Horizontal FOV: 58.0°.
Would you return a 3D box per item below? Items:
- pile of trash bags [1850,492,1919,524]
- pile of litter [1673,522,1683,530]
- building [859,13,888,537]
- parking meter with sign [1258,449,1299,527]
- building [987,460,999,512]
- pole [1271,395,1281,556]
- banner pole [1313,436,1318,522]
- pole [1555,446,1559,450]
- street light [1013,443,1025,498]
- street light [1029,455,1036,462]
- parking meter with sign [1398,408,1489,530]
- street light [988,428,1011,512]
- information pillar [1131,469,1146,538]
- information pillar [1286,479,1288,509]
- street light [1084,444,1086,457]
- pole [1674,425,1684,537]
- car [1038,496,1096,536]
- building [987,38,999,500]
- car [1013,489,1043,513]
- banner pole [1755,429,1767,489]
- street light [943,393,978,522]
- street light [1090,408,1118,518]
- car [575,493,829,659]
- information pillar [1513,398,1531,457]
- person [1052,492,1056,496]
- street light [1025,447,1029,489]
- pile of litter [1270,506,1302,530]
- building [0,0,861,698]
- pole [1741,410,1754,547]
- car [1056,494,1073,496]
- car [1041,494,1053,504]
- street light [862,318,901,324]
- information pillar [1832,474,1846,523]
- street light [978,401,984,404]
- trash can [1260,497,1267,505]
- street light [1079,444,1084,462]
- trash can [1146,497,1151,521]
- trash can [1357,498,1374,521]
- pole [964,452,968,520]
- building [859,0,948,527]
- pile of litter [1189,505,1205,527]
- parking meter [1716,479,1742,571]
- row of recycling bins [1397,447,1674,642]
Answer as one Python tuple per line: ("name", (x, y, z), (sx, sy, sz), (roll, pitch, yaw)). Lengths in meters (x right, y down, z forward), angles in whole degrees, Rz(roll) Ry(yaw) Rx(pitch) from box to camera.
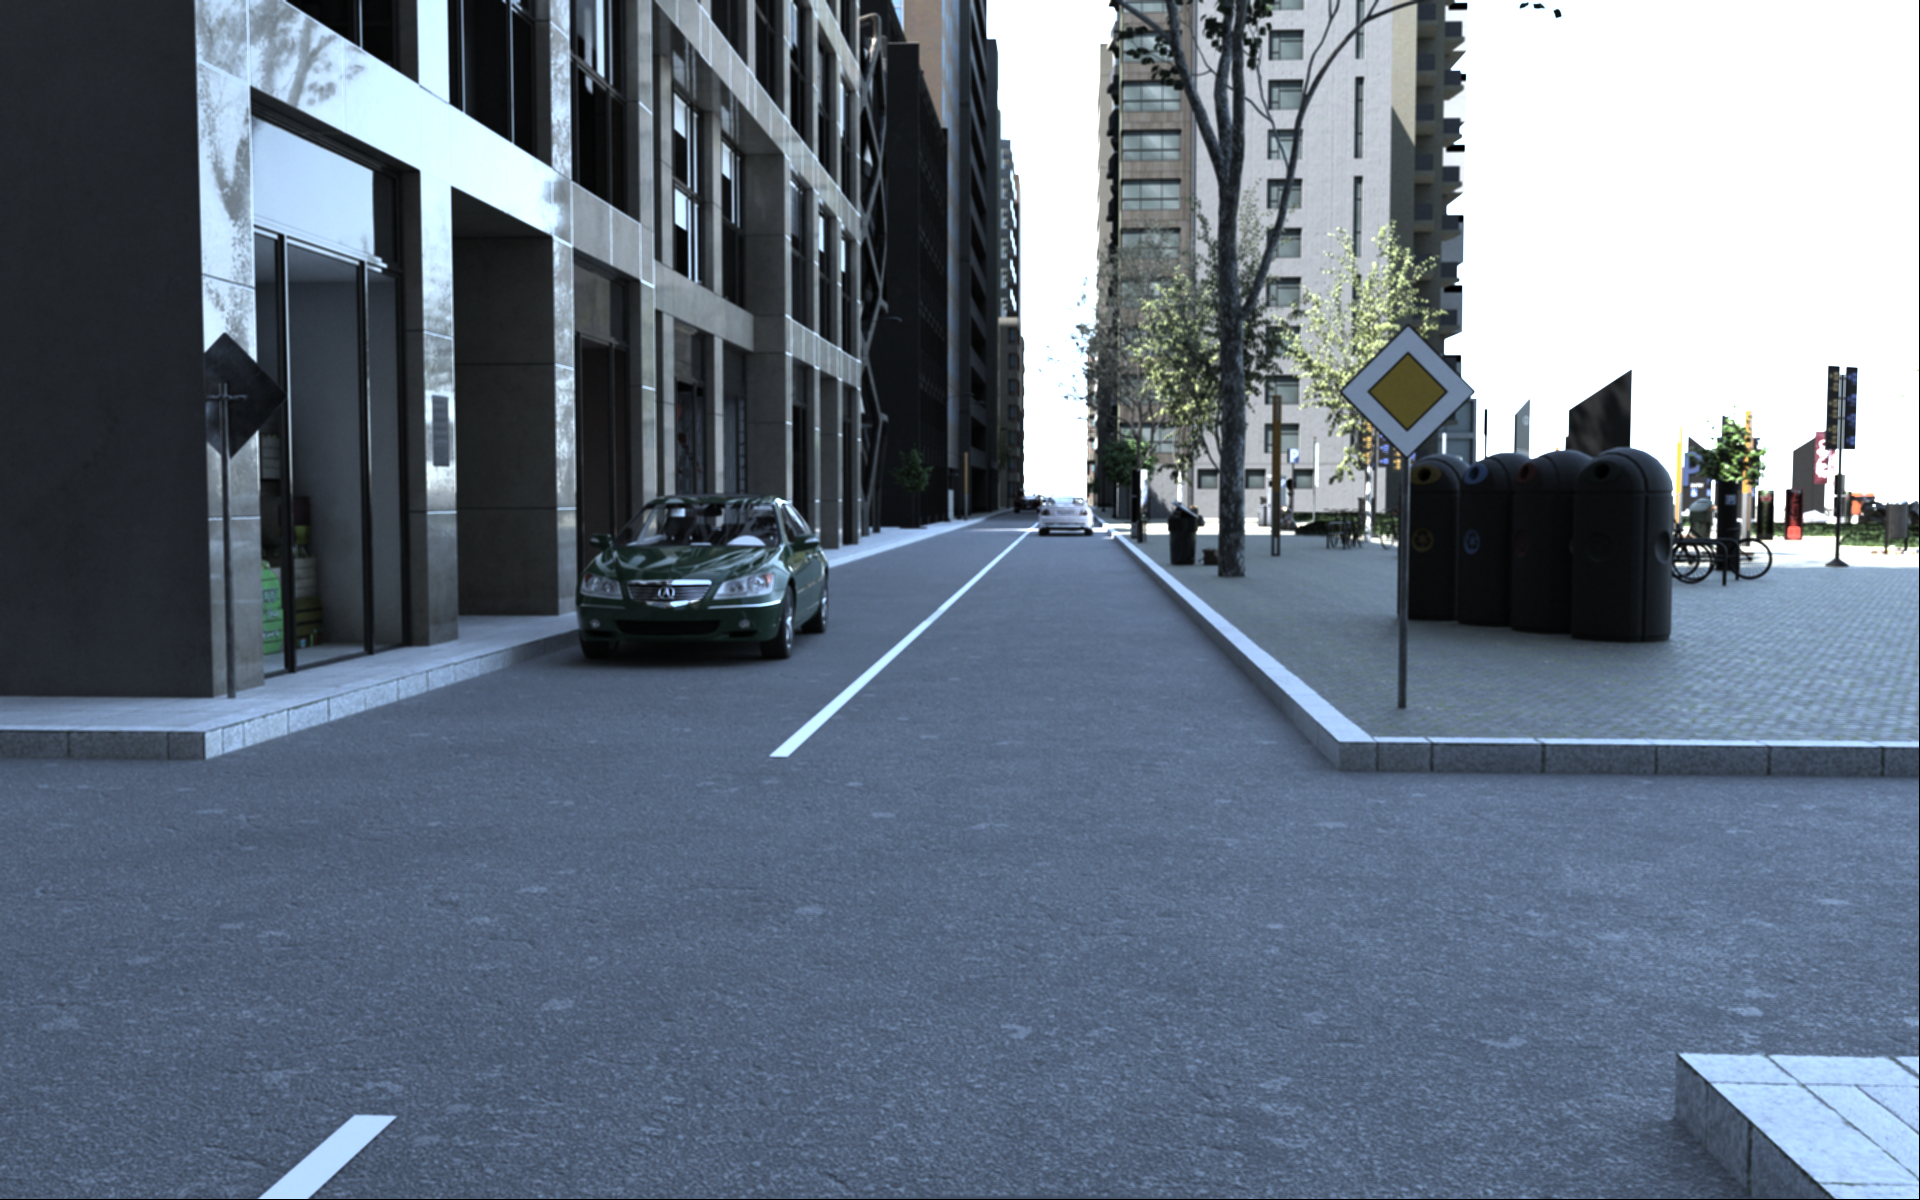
("pile of trash bags", (39.476, -3.949, 74.320), (1.912, 1.369, 3.447), (1, 4, 10))
("pile of litter", (24.345, -2.822, 60.107), (1.719, 0.858, 1.176), (0, 4, 4))
("building", (-10.802, -11.379, 53.499), (16.820, 18.784, 16.811), (0, 4, 4))
("parking meter with sign", (12.291, -4.337, 67.178), (0.543, 3.016, 1.738), (-3, 4, -36))
("building", (-7.408, -42.471, 132.656), (20.563, 71.187, 20.611), (0, 4, 4))
("pole", (6.557, -2.573, 35.906), (0.158, 3.312, 0.155), (0, 3, 0))
("banner pole", (15.329, -5.176, 74.644), (0.401, 3.779, 0.863), (2, 4, 26))
("pole", (25.478, -4.902, 73.988), (0.158, 3.312, 0.155), (0, 3, 0))
("street light", (4.899, -11.270, 156.802), (1.470, 5.913, 1.316), (0, 4, 4))
("street light", (7.974, -14.198, 204.672), (1.470, 5.913, 1.316), (0, 4, 4))
("parking meter with sign", (9.878, -2.396, 35.431), (1.738, 3.016, 0.543), (1, 4, 18))
("street light", (2.652, -9.155, 122.230), (1.470, 5.913, 1.316), (0, 4, 4))
("information pillar", (5.163, -2.794, 50.171), (0.304, 2.012, 0.304), (-2, 4, -35))
("information pillar", (15.526, -4.806, 83.066), (0.304, 2.012, 0.304), (2, 4, 29))
("street light", (9.995, -9.446, 126.982), (1.470, 5.913, 1.316), (0, 4, 4))
("pole", (21.258, -3.509, 51.207), (0.158, 3.312, 0.155), (0, 3, 0))
("car", (3.755, -2.974, 60.985), (2.083, 1.381, 4.827), (0, 4, 5))
("building", (-3.905, -28.607, 151.320), (14.154, 41.232, 14.086), (0, 4, 4))
("car", (5.220, -7.563, 132.320), (2.281, 1.827, 5.304), (0, 4, 4))
("banner pole", (30.731, -4.688, 66.664), (0.401, 3.779, 0.863), (-2, 4, -24))
("street light", (-0.059, -6.571, 79.982), (1.470, 5.913, 1.316), (0, 4, 4))
("street light", (7.753, -7.352, 92.744), (1.470, 5.913, 1.316), (0, 4, 4))
("car", (-2.337, -0.294, 16.599), (2.131, 1.459, 4.920), (0, 4, 2))
("information pillar", (13.663, -3.105, 42.120), (0.504, 3.616, 0.183), (-2, 4, -26))
("person", (13.030, -14.346, 243.067), (1.348, 1.822, 0.705), (-2, 4, -30))
("street light", (5.784, -12.077, 170.006), (1.470, 5.913, 1.316), (0, 4, 4))
("pile of litter", (11.756, -2.917, 61.659), (1.176, 0.858, 1.719), (-1, 4, -12))
("building", (-13.211, -13.647, 27.649), (19.350, 26.468, 34.151), (0, 4, 4))
("pole", (19.127, -2.949, 42.059), (0.158, 3.312, 0.155), (0, 3, 0))
("car", (7.066, -6.564, 117.109), (2.009, 1.686, 4.222), (0, 4, 4))
("car", (12.137, -13.924, 239.662), (2.014, 1.417, 4.499), (0, 4, 3))
("street light", (-2.249, -4.477, 45.741), (1.470, 5.913, 1.316), (0, 4, 4))
("information pillar", (31.445, -3.514, 61.951), (0.304, 2.012, 0.304), (-2, 4, -28))
("street light", (0.517, -7.002, 87.027), (1.470, 5.913, 1.316), (0, 4, 4))
("trash can", (14.840, -4.406, 83.695), (0.748, 1.137, 0.748), (0, 3, 0))
("street light", (12.060, -11.556, 161.488), (1.470, 5.913, 1.316), (0, 4, 4))
("trash can", (8.687, -4.296, 81.892), (0.748, 1.137, 0.748), (0, 3, 0))
("trash can", (15.479, -3.319, 65.918), (0.748, 1.137, 0.748), (0, 3, 0))
("pole", (0.285, -5.537, 84.365), (0.158, 3.312, 0.155), (0, 3, 0))
("building", (-7.223, -15.008, 75.051), (12.332, 23.373, 15.834), (0, 4, 4))
("pile of litter", (8.915, -3.303, 67.961), (1.719, 0.858, 1.176), (-2, 4, -29))
("parking meter", (12.923, -1.266, 29.111), (0.372, 1.533, 0.369), (0, 3, 0))
("row of recycling bins", (5.442, -0.582, 16.629), (1.069, 1.692, 3.534), (-1, 4, -20))
